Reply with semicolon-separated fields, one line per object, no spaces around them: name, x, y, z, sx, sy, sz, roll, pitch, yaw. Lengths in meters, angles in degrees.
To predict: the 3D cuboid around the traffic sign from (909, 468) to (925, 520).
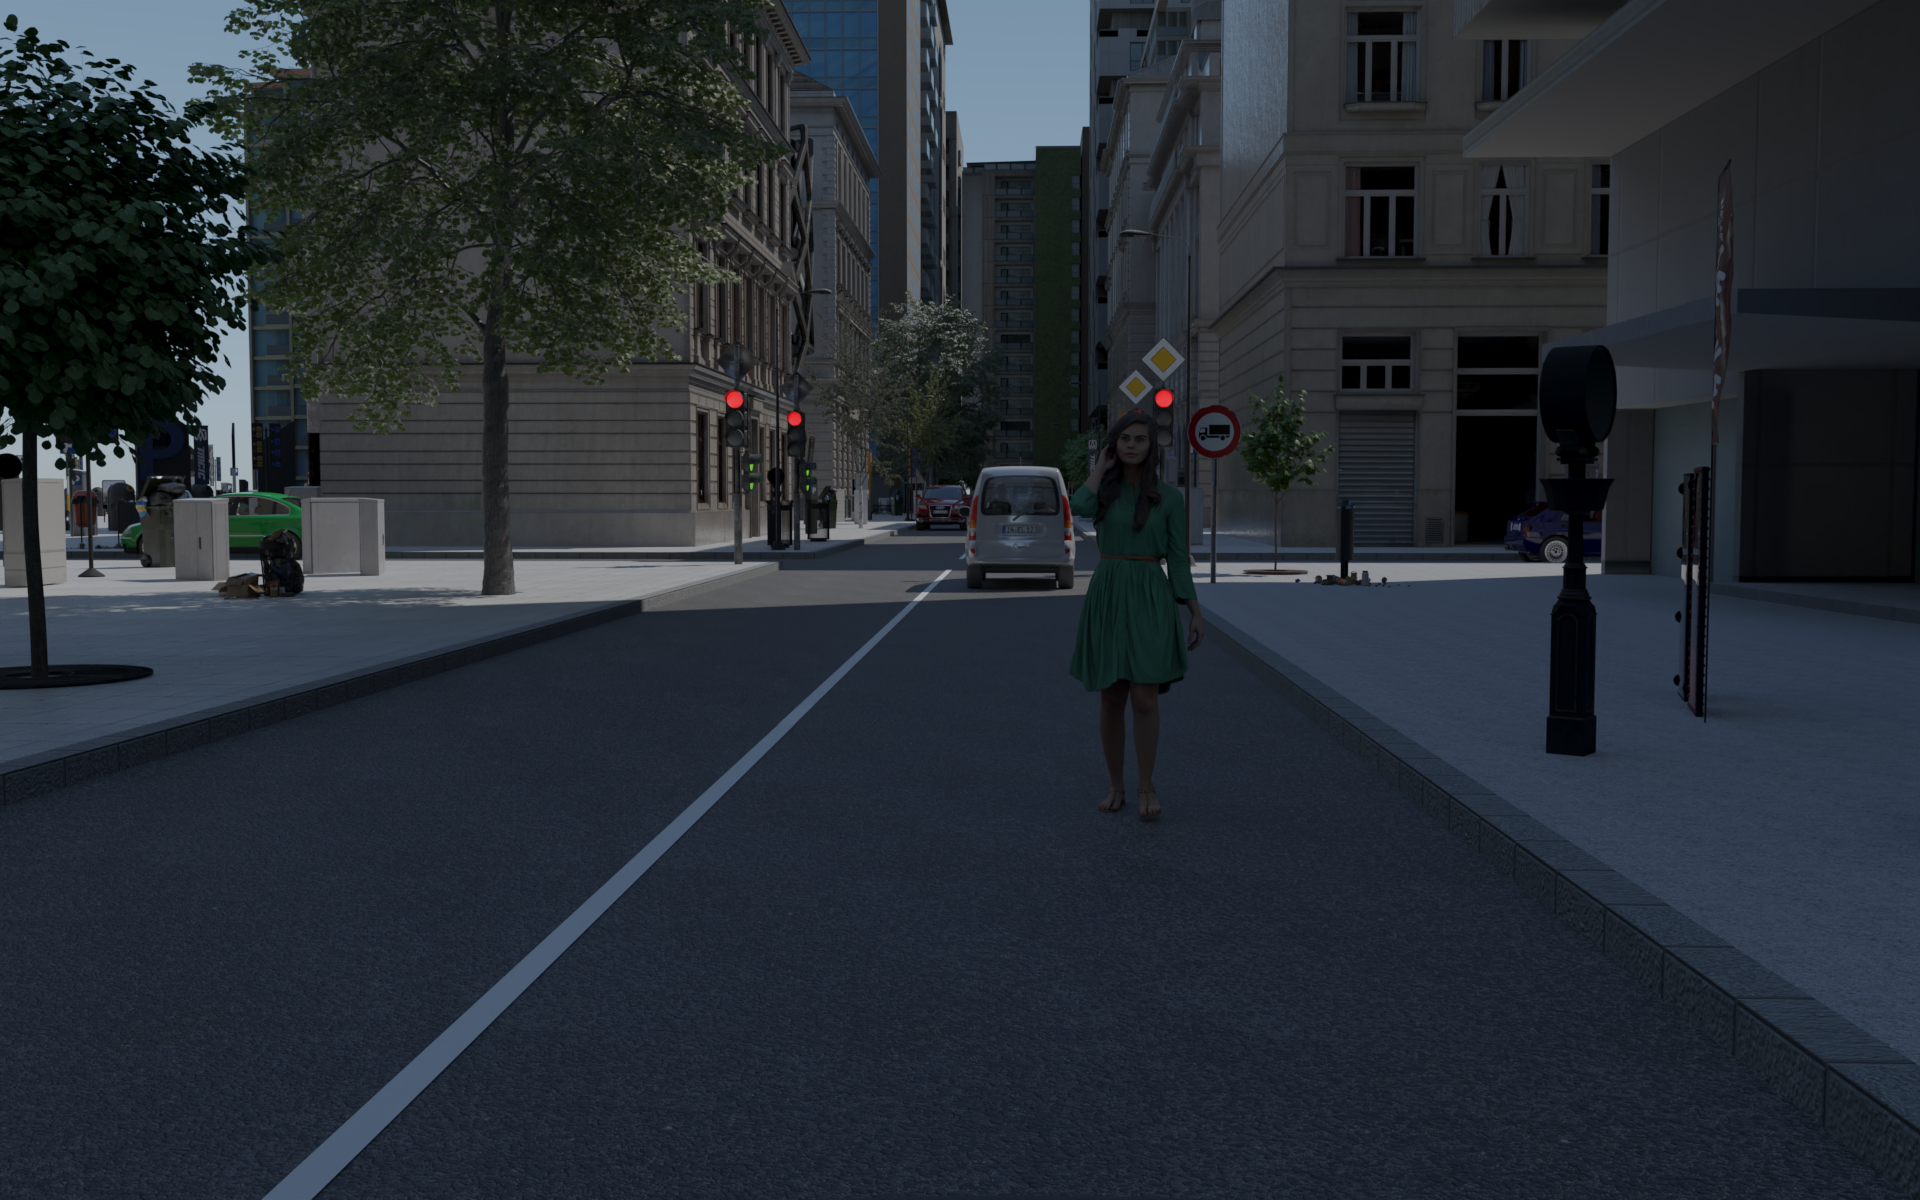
traffic sign;-2.138;-5.155;84.287;0.884;2.594;0.081;0;4;6

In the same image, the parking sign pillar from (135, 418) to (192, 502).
parking sign pillar;-21.021;-3.499;45.687;1.447;3.967;1.447;-2;4;-33

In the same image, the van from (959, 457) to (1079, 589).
van;0.965;-1.261;27.630;2.013;2.044;4.112;0;4;2

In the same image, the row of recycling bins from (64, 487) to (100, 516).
row of recycling bins;-51.142;-5.694;100.215;3.534;1.692;1.069;0;4;6

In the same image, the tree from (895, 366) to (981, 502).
tree;-1.979;-9.203;100.837;4.737;8.622;4.395;0;3;0

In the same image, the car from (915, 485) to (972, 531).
car;-0.607;-3.726;69.599;2.281;1.827;5.304;0;4;4

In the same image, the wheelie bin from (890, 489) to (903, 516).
wheelie bin;-3.740;-5.827;103.175;0.693;1.594;0.980;-2;4;-23

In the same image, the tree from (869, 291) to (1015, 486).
tree;-1.632;-12.402;109.435;9.857;13.997;8.962;0;3;0

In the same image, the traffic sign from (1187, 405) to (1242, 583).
traffic sign;3.642;-1.513;24.839;0.768;2.556;0.104;0;4;7

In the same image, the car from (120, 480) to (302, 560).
car;-15.232;-1.696;36.533;4.718;1.807;1.959;0;4;2

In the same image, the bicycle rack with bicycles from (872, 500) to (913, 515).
bicycle rack with bicycles;-4.367;-5.776;107.818;2.925;0.926;2.852;-1;4;-16

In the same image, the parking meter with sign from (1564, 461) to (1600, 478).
parking meter with sign;14.194;-2.649;39.568;1.738;3.016;0.543;2;4;31

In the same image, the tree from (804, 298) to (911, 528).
tree;-3.710;-6.975;64.403;4.360;8.622;3.978;0;3;0

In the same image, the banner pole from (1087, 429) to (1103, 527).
banner pole;5.247;-4.699;66.841;0.863;3.779;0.401;-2;4;-31

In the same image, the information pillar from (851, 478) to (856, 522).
information pillar;-4.855;-4.661;80.694;0.304;2.012;0.304;2;4;24

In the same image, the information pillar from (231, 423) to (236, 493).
information pillar;-23.738;-3.993;56.645;0.183;3.616;0.504;-1;4;-20

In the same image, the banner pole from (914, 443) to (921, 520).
banner pole;-2.069;-5.863;85.876;0.401;3.779;0.863;1;4;16

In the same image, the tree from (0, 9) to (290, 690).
tree;-6.347;-1.728;11.971;4.285;4.588;4.351;0;3;0

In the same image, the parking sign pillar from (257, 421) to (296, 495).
parking sign pillar;-24.897;-4.562;63.061;1.447;3.967;1.447;-2;4;-27

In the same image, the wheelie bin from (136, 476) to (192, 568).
wheelie bin;-13.923;-1.377;30.424;0.693;1.594;0.980;2;4;30

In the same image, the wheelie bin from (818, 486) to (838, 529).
wheelie bin;-4.923;-3.468;64.607;0.693;1.594;0.980;-1;4;-20

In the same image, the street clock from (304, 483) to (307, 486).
street clock;-41.631;-6.479;110.503;0.471;2.002;0.358;3;5;39

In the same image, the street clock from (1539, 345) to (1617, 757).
street clock;3.028;-0.242;8.524;0.358;2.002;0.471;3;4;38

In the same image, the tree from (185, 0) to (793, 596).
tree;-5.485;-6.329;21.605;7.486;12.596;7.792;0;3;0

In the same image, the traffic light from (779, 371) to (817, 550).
traffic light;-3.707;-3.092;39.473;0.839;4.253;0.868;0;4;2

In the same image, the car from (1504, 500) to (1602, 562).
car;13.065;-1.359;34.795;3.894;1.354;1.945;0;4;3

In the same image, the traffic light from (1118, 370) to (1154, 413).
traffic light;3.949;-3.074;39.184;0.839;4.253;0.868;0;4;2

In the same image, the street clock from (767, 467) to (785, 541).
street clock;-4.977;-2.588;46.886;0.471;2.002;0.358;-1;4;-14

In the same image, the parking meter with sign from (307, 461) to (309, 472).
parking meter with sign;-34.177;-5.823;91.471;0.543;3.016;1.738;-1;4;-19

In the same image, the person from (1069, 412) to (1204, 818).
person;0.775;0.062;7.736;0.600;1.795;0.529;0;3;0

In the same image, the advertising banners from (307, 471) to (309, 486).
advertising banners;-41.758;-7.039;111.280;2.074;3.025;0.090;0;4;4

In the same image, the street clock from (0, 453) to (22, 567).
street clock;-16.830;-1.593;30.617;0.471;2.002;0.358;-3;4;-38

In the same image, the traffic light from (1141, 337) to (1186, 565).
traffic light;3.630;-2.586;31.205;0.839;4.253;0.868;0;4;2

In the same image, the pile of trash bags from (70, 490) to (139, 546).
pile of trash bags;-20.438;-2.055;43.348;3.447;1.369;1.912;0;4;-5

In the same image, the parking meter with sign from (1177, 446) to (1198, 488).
parking meter with sign;6.444;-3.374;51.420;1.738;3.016;0.543;-3;5;-42

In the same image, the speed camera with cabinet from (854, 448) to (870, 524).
speed camera with cabinet;-4.212;-4.887;74.246;0.660;3.252;2.038;0;4;-1

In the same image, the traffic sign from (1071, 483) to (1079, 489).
traffic sign;6.837;-6.131;100.247;0.884;2.594;0.081;1;4;9

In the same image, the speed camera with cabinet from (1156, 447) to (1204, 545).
speed camera with cabinet;5.355;-2.988;43.185;0.660;3.252;2.038;3;4;36

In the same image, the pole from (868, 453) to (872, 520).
pole;-4.424;-5.581;85.091;0.158;3.312;0.155;0;3;0

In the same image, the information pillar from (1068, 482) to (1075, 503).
information pillar;6.902;-6.279;107.160;0.304;2.012;0.304;3;4;36

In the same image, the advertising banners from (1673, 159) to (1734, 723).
advertising banners;4.335;-0.852;10.118;0.090;3.025;2.074;1;4;18

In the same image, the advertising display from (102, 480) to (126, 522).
advertising display;-38.320;-4.481;78.479;0.974;1.923;0.123;-1;4;-21

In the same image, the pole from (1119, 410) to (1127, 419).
pole;3.972;-2.962;42.265;0.158;3.312;0.155;0;3;0

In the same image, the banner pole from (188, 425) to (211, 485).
banner pole;-24.319;-3.985;55.168;0.863;3.779;0.401;-3;5;-41

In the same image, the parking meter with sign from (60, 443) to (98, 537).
parking meter with sign;-26.727;-3.448;52.633;0.543;3.016;1.738;-1;4;-9

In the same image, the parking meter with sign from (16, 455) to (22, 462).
parking meter with sign;-41.430;-4.914;76.609;0.543;3.016;1.738;-2;4;-28

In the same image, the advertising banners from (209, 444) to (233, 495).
advertising banners;-25.844;-3.932;60.480;0.090;3.025;2.074;-3;5;-44

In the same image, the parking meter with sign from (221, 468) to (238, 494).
parking meter with sign;-48.547;-7.243;114.686;1.738;3.016;0.543;2;4;32

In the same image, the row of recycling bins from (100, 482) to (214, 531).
row of recycling bins;-28.381;-3.328;61.519;3.534;1.692;1.069;-3;5;-43

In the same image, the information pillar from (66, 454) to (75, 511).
information pillar;-41.740;-5.504;81.349;0.183;3.616;0.504;1;4;15

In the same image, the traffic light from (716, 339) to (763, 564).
traffic light;-4.026;-2.604;31.494;0.839;4.253;0.868;0;4;2

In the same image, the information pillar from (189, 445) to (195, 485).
information pillar;-36.565;-5.587;82.698;0.504;3.616;0.183;1;4;13
